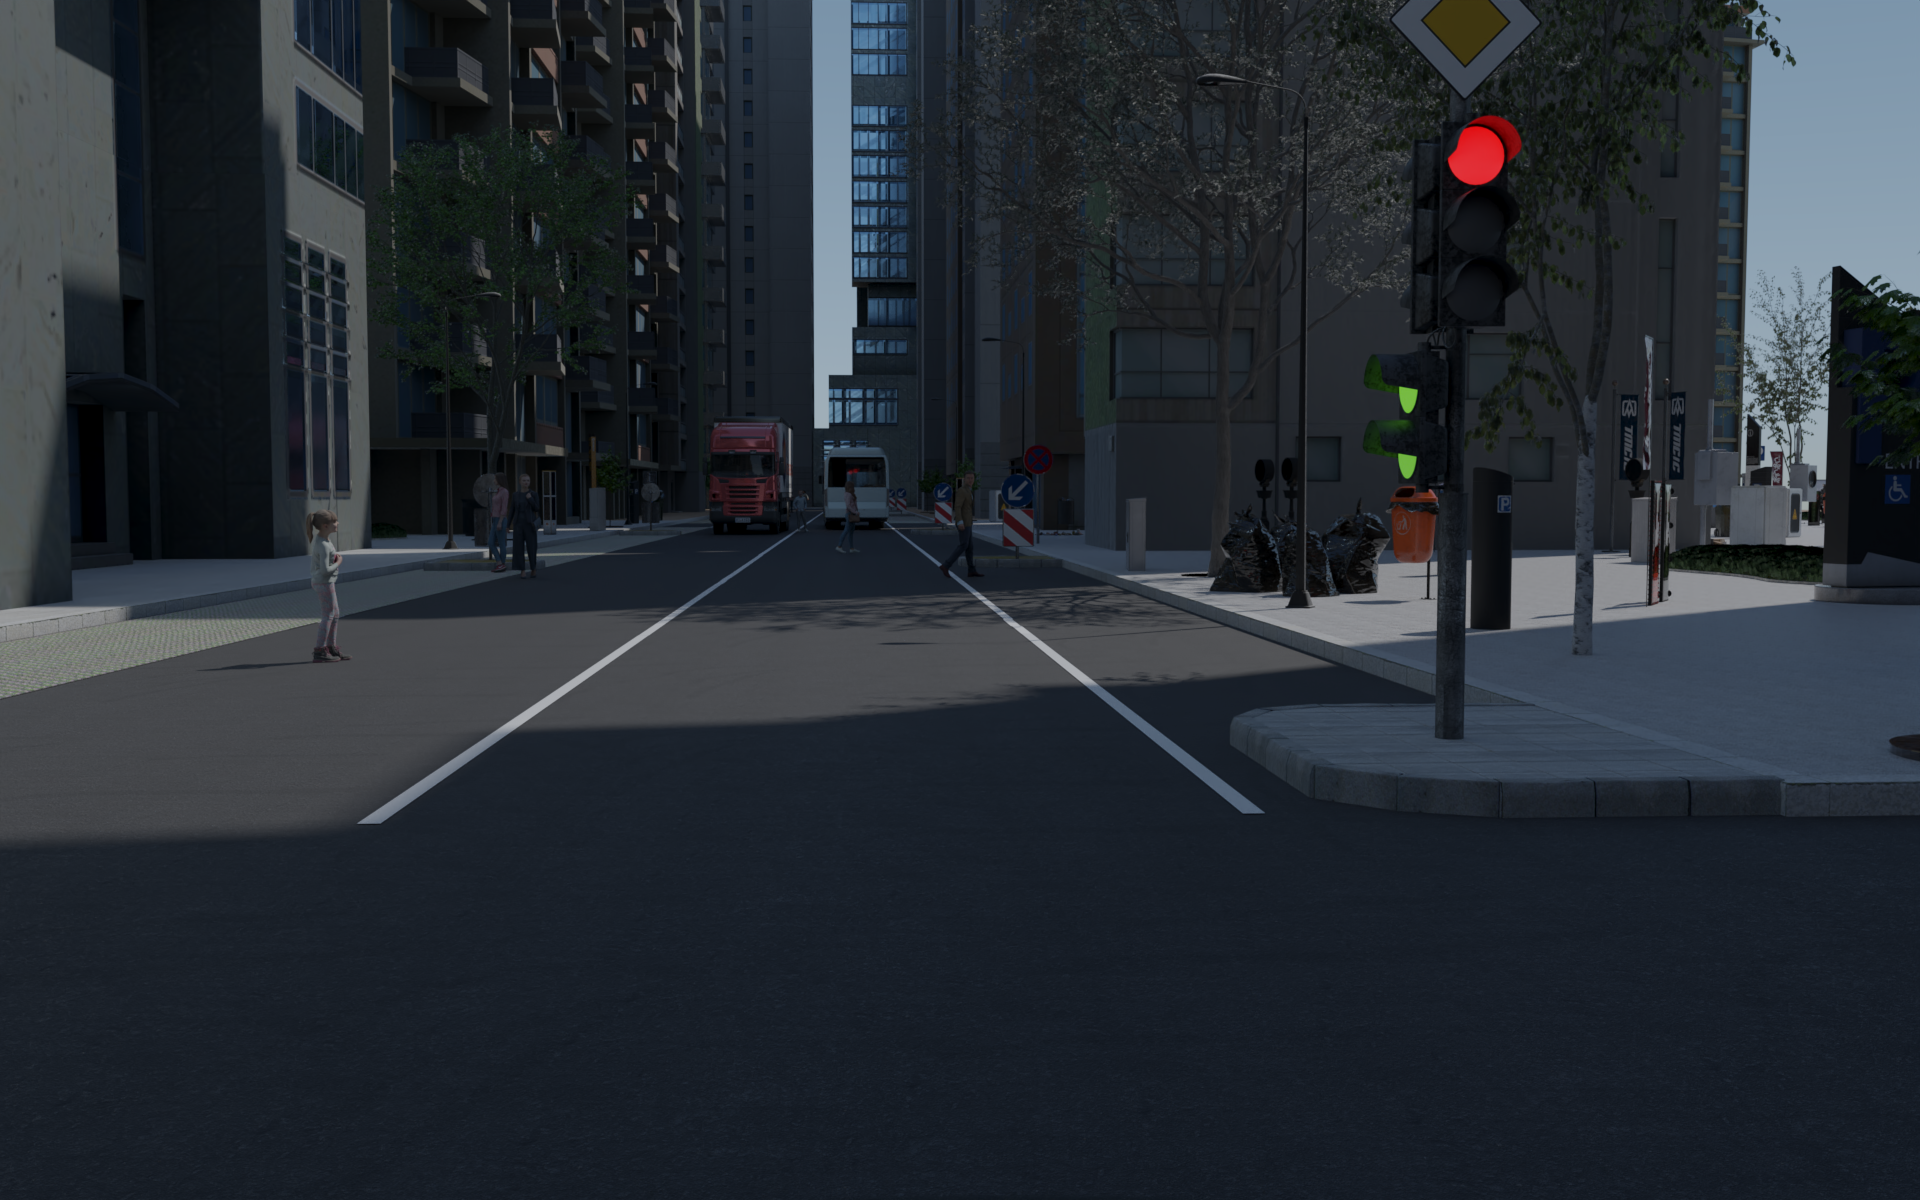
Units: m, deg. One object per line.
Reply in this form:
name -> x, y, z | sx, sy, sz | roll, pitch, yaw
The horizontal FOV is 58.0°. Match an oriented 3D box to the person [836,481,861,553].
person -> -2.743, -2.031, 42.303 | 0.643, 1.750, 0.593 | -1, 4, -12

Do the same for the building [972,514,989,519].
building -> 10.633, -34.272, 102.354 | 21.231, 58.520, 28.212 | 0, 4, -4

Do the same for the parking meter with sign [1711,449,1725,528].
parking meter with sign -> 28.751, -4.261, 65.931 | 0.543, 3.016, 1.738 | 2, 4, 27

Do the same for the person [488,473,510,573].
person -> -8.389, -1.405, 31.488 | 0.388, 1.821, 0.555 | -3, 4, -39

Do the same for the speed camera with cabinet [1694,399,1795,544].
speed camera with cabinet -> 16.026, -2.522, 35.569 | 0.660, 3.252, 2.038 | -1, 4, -18

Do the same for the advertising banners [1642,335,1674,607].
advertising banners -> 8.047, -1.456, 20.000 | 0.090, 3.025, 2.074 | 2, 4, 31

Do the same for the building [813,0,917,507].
building -> 0.430, -52.965, 178.657 | 31.000, 86.520, 22.319 | 0, 4, -4

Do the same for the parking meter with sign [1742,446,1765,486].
parking meter with sign -> 28.869, -4.098, 63.261 | 0.543, 3.016, 1.738 | 1, 4, 12

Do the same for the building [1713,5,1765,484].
building -> 53.732, -30.394, 151.560 | 28.867, 44.769, 22.147 | 0, 4, -4

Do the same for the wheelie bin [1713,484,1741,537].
wheelie bin -> 23.028, -2.685, 51.815 | 0.980, 1.594, 0.693 | 0, 4, 5

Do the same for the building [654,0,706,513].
building -> -25.271, -26.612, 118.707 | 14.154, 41.232, 14.086 | 0, 4, -4

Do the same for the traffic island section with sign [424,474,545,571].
traffic island section with sign -> -9.007, -1.493, 33.039 | 1.989, 1.847, 2.006 | 0, 4, -4

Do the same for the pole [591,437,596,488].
pole -> -13.045, -4.152, 61.728 | 0.158, 3.312, 0.155 | 0, 3, 0

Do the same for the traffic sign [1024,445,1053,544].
traffic sign -> 2.017, -2.728, 44.705 | 0.768, 2.556, 0.104 | 0, 4, -2

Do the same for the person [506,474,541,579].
person -> -7.423, -1.258, 29.494 | 0.576, 1.772, 0.534 | -1, 4, -18

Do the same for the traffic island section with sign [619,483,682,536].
traffic island section with sign -> -10.749, -3.160, 60.299 | 1.989, 1.847, 2.006 | 0, 4, -4

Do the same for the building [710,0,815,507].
building -> -29.064, -38.827, 176.823 | 28.212, 58.520, 21.231 | 0, 4, -4

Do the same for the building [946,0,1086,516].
building -> 6.292, -28.965, 123.691 | 14.600, 45.320, 14.200 | 0, 4, -4

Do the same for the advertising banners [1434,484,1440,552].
advertising banners -> 10.474, -2.530, 37.548 | 0.090, 3.025, 2.074 | 0, 4, -2

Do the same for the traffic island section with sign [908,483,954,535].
traffic island section with sign -> -0.749, -3.247, 61.720 | 1.989, 1.847, 2.006 | 0, 4, -4

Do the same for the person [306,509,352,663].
person -> -5.389, -0.123, 14.792 | 0.394, 1.301, 0.425 | -3, 5, -39

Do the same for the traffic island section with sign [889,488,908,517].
traffic island section with sign -> -3.870, -6.244, 110.711 | 1.989, 1.847, 2.006 | 0, 4, -4

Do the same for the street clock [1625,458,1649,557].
street clock -> 13.773, -1.877, 35.254 | 0.358, 2.002, 0.471 | -1, 4, -22

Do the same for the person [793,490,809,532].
person -> -6.060, -3.395, 65.819 | 0.589, 1.601, 0.330 | -1, 4, -13

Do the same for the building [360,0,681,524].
building -> -27.669, -27.055, 96.968 | 22.147, 44.769, 28.867 | 0, 4, -4

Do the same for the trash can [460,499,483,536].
trash can -> -14.810, -2.506, 52.634 | 0.748, 1.137, 0.748 | 0, 3, 0

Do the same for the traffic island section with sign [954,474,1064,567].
traffic island section with sign -> 0.981, -1.599, 34.766 | 1.989, 1.847, 2.006 | 0, 4, -4

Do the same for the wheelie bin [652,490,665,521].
wheelie bin -> -14.583, -4.606, 83.222 | 0.693, 1.594, 0.980 | 0, 4, 7

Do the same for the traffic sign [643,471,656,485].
traffic sign -> -13.935, -4.627, 77.774 | 0.606, 2.300, 0.079 | 0, 4, 1

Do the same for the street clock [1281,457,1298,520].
street clock -> 6.562, -1.818, 34.289 | 0.358, 2.002, 0.471 | -1, 4, -18

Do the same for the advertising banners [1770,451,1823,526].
advertising banners -> 33.913, -4.530, 70.261 | 2.074, 3.025, 0.090 | 1, 4, 10

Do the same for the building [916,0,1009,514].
building -> 6.845, -36.869, 144.813 | 21.231, 58.520, 28.212 | 0, 4, -4

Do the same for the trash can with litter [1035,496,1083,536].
trash can with litter -> 2.913, -2.628, 54.021 | 2.233, 1.210, 1.678 | 0, 4, 5

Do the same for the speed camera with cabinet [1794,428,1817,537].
speed camera with cabinet -> 24.899, -3.509, 51.701 | 2.038, 3.252, 0.660 | -3, 5, -43

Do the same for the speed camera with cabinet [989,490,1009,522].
speed camera with cabinet -> 2.350, -5.247, 80.124 | 2.038, 3.252, 0.660 | -2, 4, -32

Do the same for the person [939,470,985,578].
person -> 0.054, -1.306, 29.771 | 0.836, 1.842, 0.656 | -1, 4, -17

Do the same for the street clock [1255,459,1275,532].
street clock -> 6.309, -1.917, 35.917 | 0.358, 2.002, 0.471 | -1, 4, -17

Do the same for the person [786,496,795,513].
person -> -12.870, -7.535, 132.405 | 0.721, 1.736, 1.217 | 3, 5, 39

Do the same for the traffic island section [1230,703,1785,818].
traffic island section -> 2.597, 0.805, 9.117 | 2.009, 0.180, 2.903 | 0, 4, -4

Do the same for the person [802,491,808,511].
person -> -13.554, -8.603, 149.952 | 1.217, 1.735, 0.721 | 3, 4, 39
